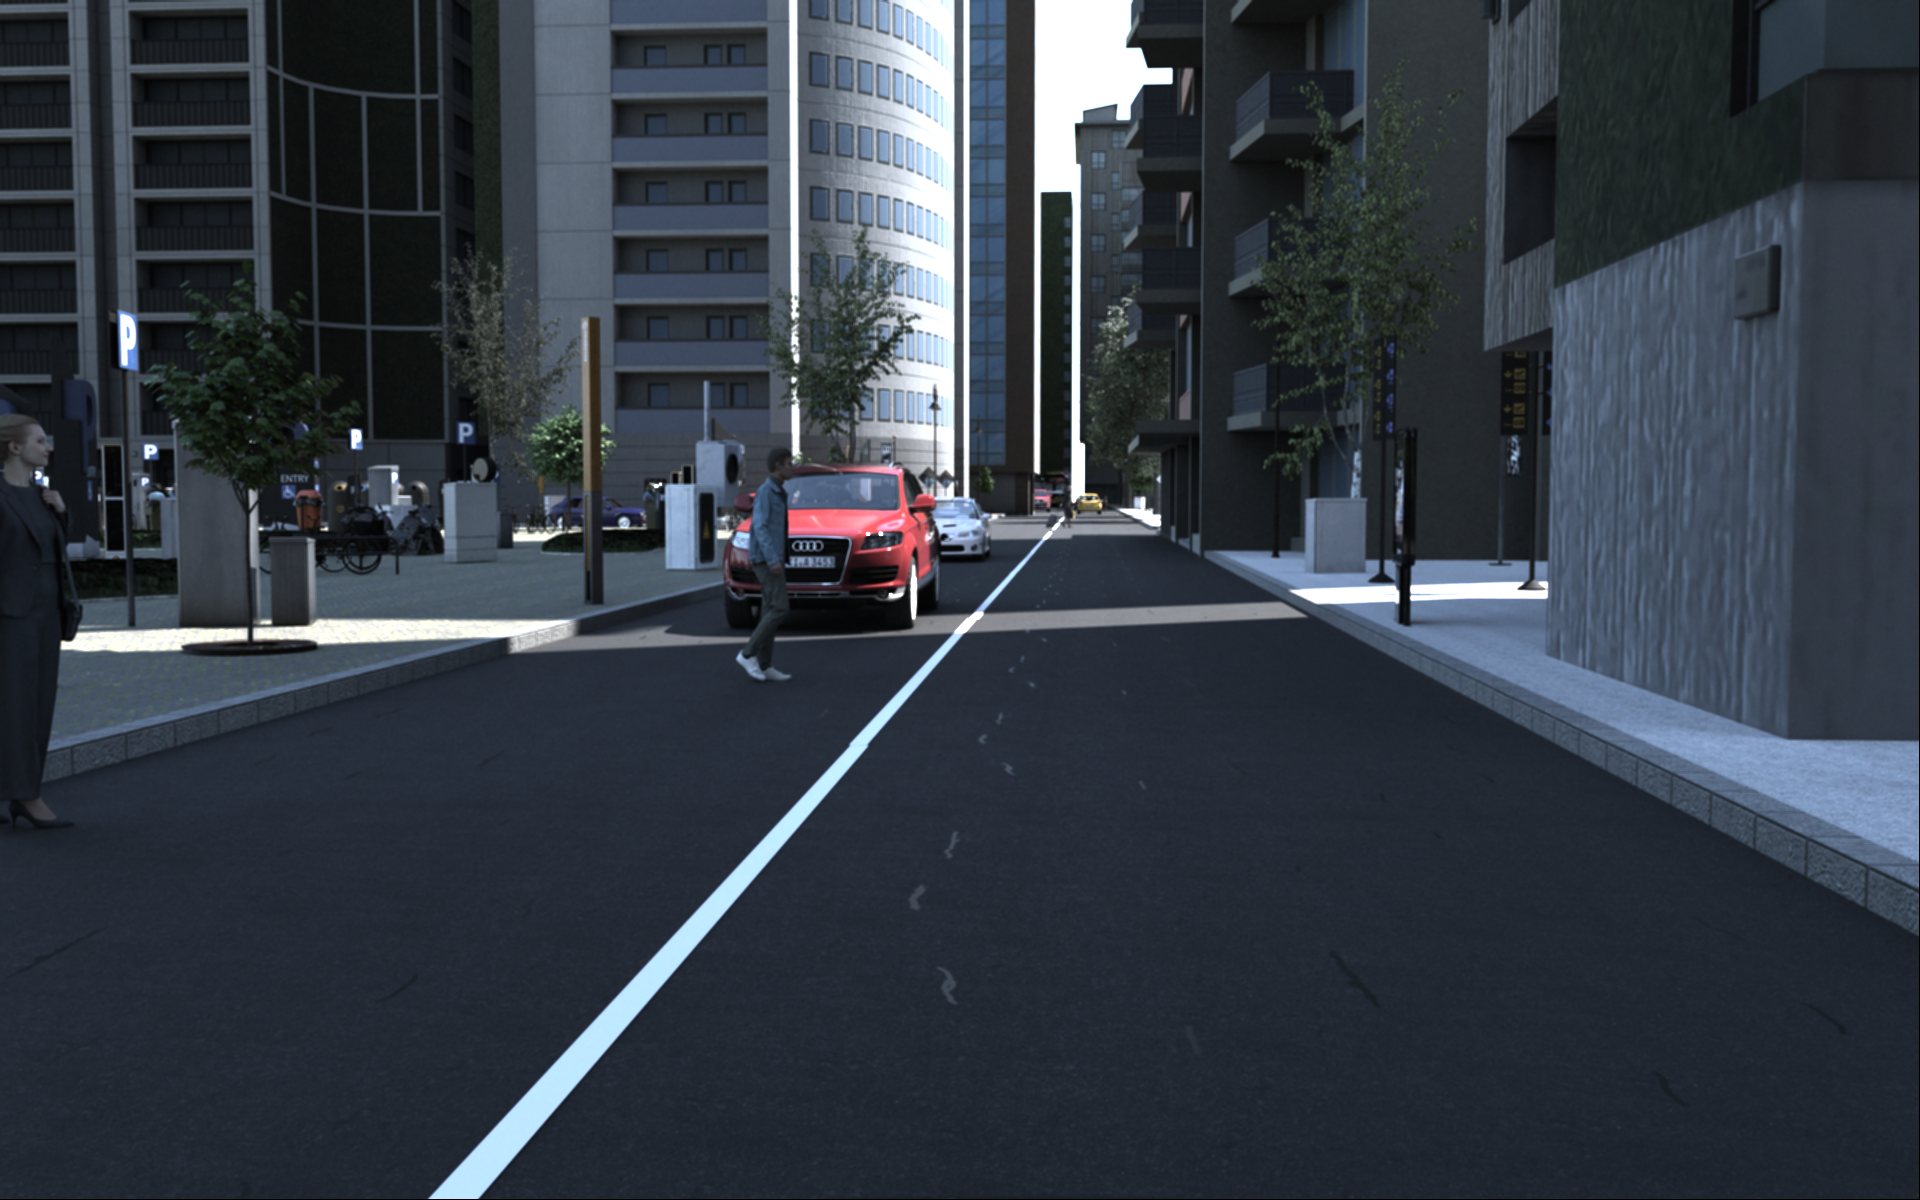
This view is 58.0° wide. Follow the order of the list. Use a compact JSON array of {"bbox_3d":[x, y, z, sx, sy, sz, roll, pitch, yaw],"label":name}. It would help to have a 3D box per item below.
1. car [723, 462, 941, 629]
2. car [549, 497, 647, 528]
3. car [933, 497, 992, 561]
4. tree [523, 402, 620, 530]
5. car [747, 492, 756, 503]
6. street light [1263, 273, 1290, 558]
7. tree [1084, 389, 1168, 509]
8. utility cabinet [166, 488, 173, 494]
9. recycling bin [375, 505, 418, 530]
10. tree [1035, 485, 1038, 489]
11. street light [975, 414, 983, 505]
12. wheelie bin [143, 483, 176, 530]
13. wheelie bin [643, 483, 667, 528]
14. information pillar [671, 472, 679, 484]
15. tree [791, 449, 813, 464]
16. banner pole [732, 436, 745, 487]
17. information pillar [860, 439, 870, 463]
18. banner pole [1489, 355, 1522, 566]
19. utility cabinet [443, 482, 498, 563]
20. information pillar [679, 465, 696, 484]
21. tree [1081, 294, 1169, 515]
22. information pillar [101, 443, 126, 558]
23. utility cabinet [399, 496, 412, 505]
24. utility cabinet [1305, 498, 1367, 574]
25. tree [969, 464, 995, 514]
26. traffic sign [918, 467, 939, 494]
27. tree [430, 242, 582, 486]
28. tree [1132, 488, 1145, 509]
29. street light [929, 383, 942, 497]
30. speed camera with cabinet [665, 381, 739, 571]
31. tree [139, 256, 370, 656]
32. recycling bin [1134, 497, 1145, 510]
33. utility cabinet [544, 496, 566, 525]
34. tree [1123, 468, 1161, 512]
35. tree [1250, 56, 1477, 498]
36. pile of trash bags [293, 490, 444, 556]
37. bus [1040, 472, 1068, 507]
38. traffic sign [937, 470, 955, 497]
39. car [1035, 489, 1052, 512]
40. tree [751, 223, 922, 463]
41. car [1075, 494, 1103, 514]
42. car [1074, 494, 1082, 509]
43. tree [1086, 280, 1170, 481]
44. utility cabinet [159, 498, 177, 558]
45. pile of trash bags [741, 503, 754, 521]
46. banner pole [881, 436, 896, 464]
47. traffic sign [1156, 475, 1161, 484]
[{"bbox_3d":[-1.373,-0.705,20.200,2.281,1.827,5.304,0,4,4],"label":"car"},{"bbox_3d":[-14.431,-3.490,69.641,3.894,1.354,1.945,0,4,6],"label":"car"},{"bbox_3d":[-0.303,-1.598,38.484,2.083,1.381,4.827,0,4,3],"label":"car"},{"bbox_3d":[-13.856,-4.774,61.761,4.285,4.588,4.351,0,3,0],"label":"tree"},{"bbox_3d":[-6.816,-3.564,67.312,4.494,1.783,2.155,0,4,3],"label":"car"},{"bbox_3d":[6.393,-3.799,34.899,0.468,5.910,1.993,0,4,4],"label":"street light"},{"bbox_3d":[14.246,-13.498,146.439,9.928,11.665,9.643,0,3,0],"label":"tree"},{"bbox_3d":[-29.619,-3.392,64.138,1.173,1.500,0.318,-1,4,-17],"label":"utility cabinet"},{"bbox_3d":[-12.836,-1.648,39.497,0.722,1.027,0.722,3,5,44],"label":"recycling bin"},{"bbox_3d":[8.227,-12.955,206.419,1.663,3.219,1.824,0,3,0],"label":"tree"},{"bbox_3d":[1.074,-7.751,99.510,0.468,5.910,1.993,0,4,4],"label":"street light"},{"bbox_3d":[-23.909,-2.672,51.596,0.980,1.594,0.693,3,5,43],"label":"wheelie bin"},{"bbox_3d":[-8.744,-2.583,50.137,0.693,1.594,0.980,3,5,41],"label":"wheelie bin"},{"bbox_3d":[-9.444,-3.258,57.757,0.304,2.012,0.304,0,4,6],"label":"information pillar"},{"bbox_3d":[-6.794,-4.823,73.456,1.663,3.219,1.824,0,3,0],"label":"tree"},{"bbox_3d":[-9.475,-5.136,73.988,0.863,3.779,0.401,3,4,36],"label":"banner pole"},{"bbox_3d":[-3.997,-5.011,73.283,0.504,3.616,0.183,3,4,36],"label":"information pillar"},{"bbox_3d":[9.921,-2.523,31.270,0.863,3.779,0.401,-3,5,-40],"label":"banner pole"},{"bbox_3d":[-9.188,-1.457,32.493,0.318,1.500,1.173,1,4,23],"label":"utility cabinet"},{"bbox_3d":[-6.768,-2.378,43.373,0.304,2.012,0.304,1,4,11],"label":"information pillar"},{"bbox_3d":[12.476,-12.331,108.270,9.857,13.997,8.962,0,3,0],"label":"tree"},{"bbox_3d":[-12.291,-1.269,25.232,0.304,2.012,0.304,-1,4,-17],"label":"information pillar"},{"bbox_3d":[-17.419,-2.578,53.316,1.020,1.237,0.306,-2,4,-24],"label":"utility cabinet"},{"bbox_3d":[6.105,-1.040,28.165,1.020,1.237,0.306,-2,4,-25],"label":"utility cabinet"},{"bbox_3d":[1.643,-7.075,110.283,1.663,3.219,1.824,0,3,0],"label":"tree"},{"bbox_3d":[-1.159,-3.678,63.785,0.795,2.450,0.064,0,4,4],"label":"traffic sign"},{"bbox_3d":[-13.602,-6.179,51.389,4.360,8.622,3.978,0,3,0],"label":"tree"},{"bbox_3d":[15.721,-9.685,152.953,1.663,3.219,1.824,0,3,0],"label":"tree"},{"bbox_3d":[-1.029,-6.066,71.971,0.468,5.910,1.993,0,4,4],"label":"street light"},{"bbox_3d":[-4.395,-2.159,29.641,0.660,3.252,2.038,1,4,13],"label":"speed camera with cabinet"},{"bbox_3d":[-5.701,-1.197,14.178,1.663,3.219,1.824,0,3,0],"label":"tree"},{"bbox_3d":[14.879,-8.002,143.387,0.722,1.027,0.722,2,4,33],"label":"recycling bin"},{"bbox_3d":[-17.023,-3.770,72.793,0.306,1.237,1.020,2,4,28],"label":"utility cabinet"},{"bbox_3d":[15.041,-9.482,138.740,4.285,4.588,4.351,0,3,0],"label":"tree"},{"bbox_3d":[6.904,-4.878,30.110,4.737,8.622,4.395,0,3,0],"label":"tree"},{"bbox_3d":[-12.690,-1.671,37.081,3.447,1.369,1.912,1,4,13],"label":"pile of trash bags"},{"bbox_3d":[10.771,-12.468,195.402,2.896,3.916,12.252,0,4,5],"label":"bus"},{"bbox_3d":[-0.585,-4.166,71.749,0.795,2.450,0.064,0,4,4],"label":"traffic sign"},{"bbox_3d":[6.224,-7.948,138.628,2.281,1.827,5.304,0,4,2],"label":"car"},{"bbox_3d":[-3.231,-5.882,46.540,4.737,8.622,4.395,0,3,0],"label":"tree"},{"bbox_3d":[9.266,-6.977,124.296,2.015,1.641,3.980,0,4,3],"label":"car"},{"bbox_3d":[11.896,-9.554,165.990,2.009,1.686,4.222,0,4,4],"label":"car"},{"bbox_3d":[10.915,-10.516,88.949,9.611,12.733,9.660,0,3,0],"label":"tree"},{"bbox_3d":[-13.780,-1.212,30.984,0.306,1.237,1.020,1,4,23],"label":"utility cabinet"},{"bbox_3d":[-5.224,-2.593,52.156,1.912,1.369,3.447,-3,5,-40],"label":"pile of trash bags"},{"bbox_3d":[-3.031,-5.177,74.661,0.863,3.779,0.401,1,4,22],"label":"banner pole"},{"bbox_3d":[8.435,-4.125,71.081,0.795,2.450,0.064,0,4,4],"label":"traffic sign"}]
